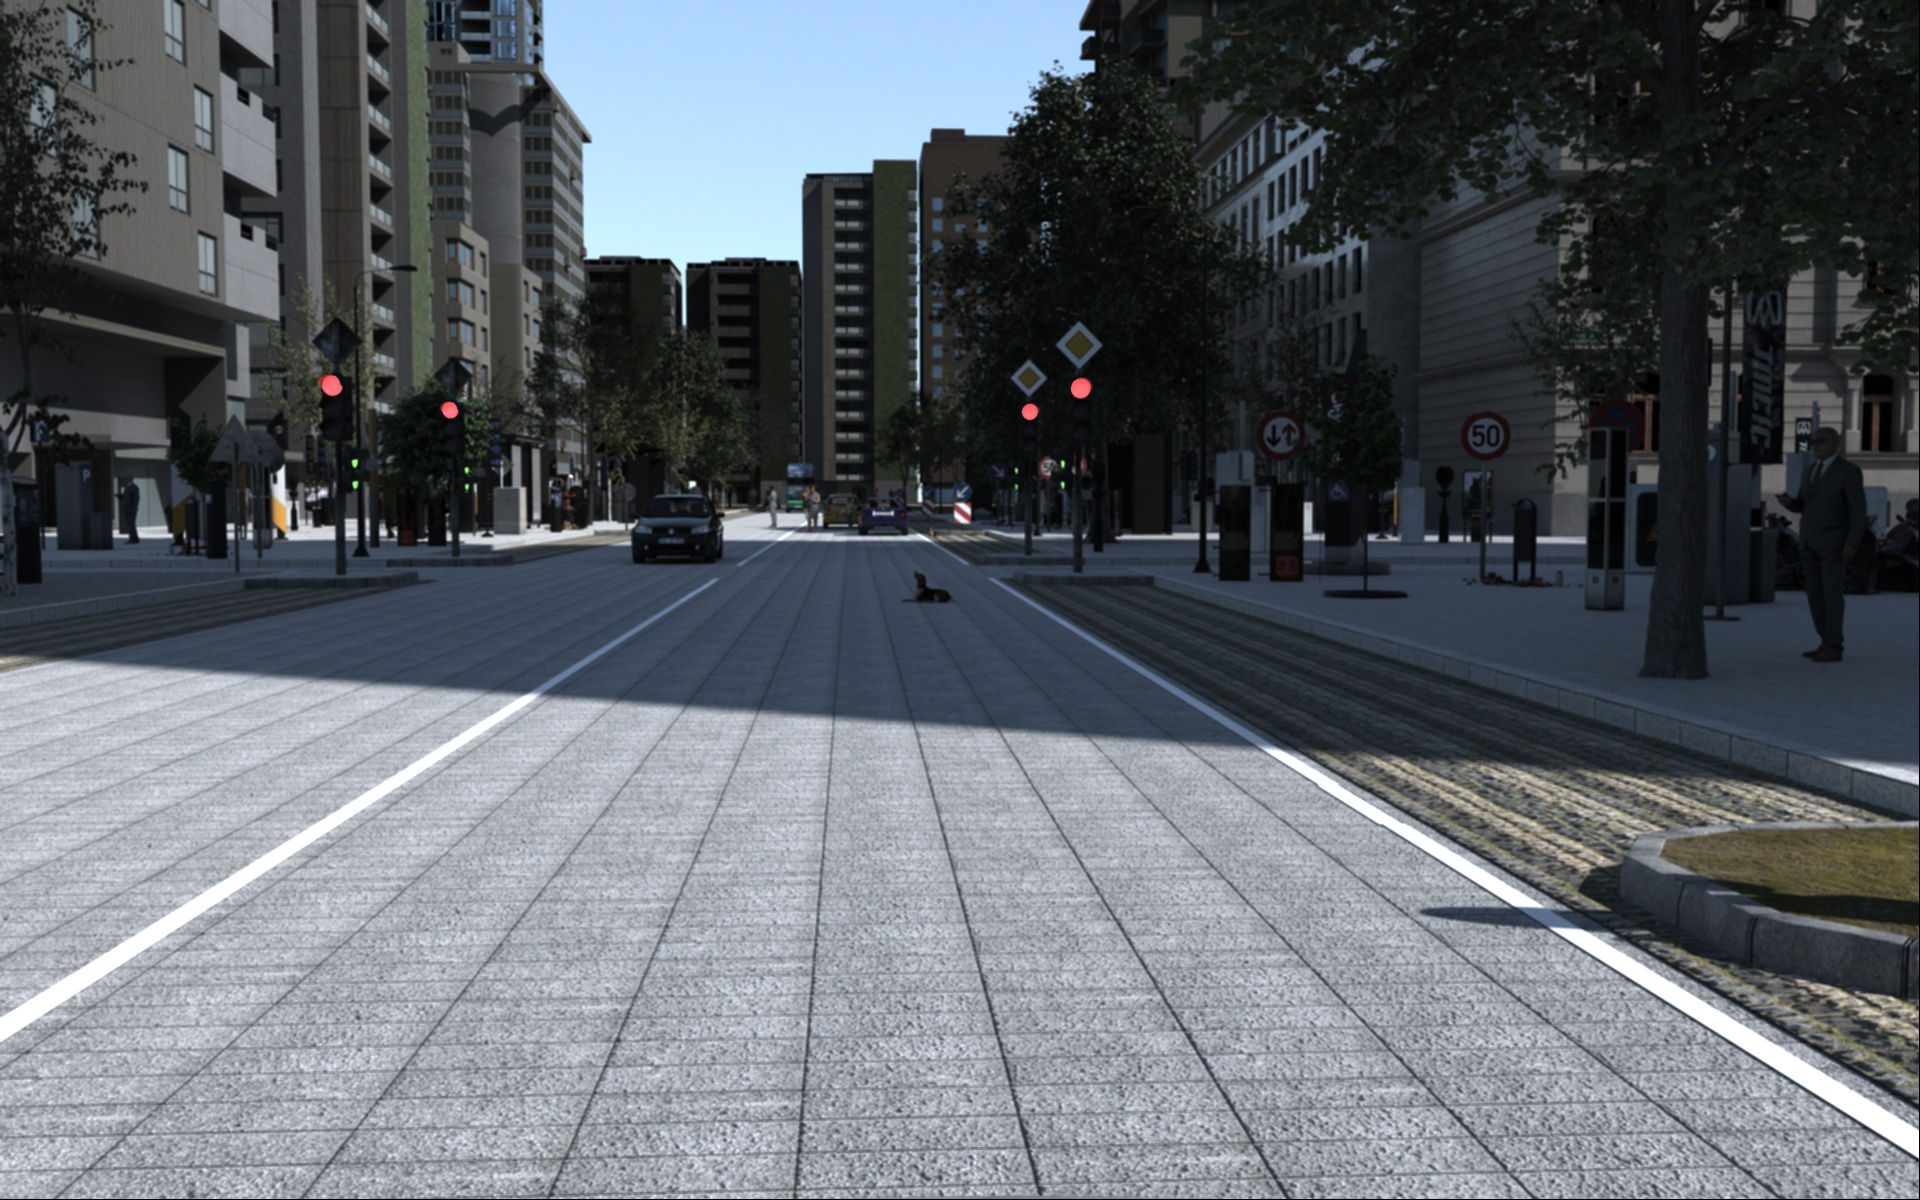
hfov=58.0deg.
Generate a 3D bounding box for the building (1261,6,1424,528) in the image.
[{"bbox_3d":[20.056,-13.415,74.084,10.420,20.320,16.860,0,4,-4],"label":"building"}]

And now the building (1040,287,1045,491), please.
[{"bbox_3d":[16.713,-27.270,217.571,14.107,30.474,14.160,0,4,-4],"label":"building"}]

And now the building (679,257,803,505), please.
[{"bbox_3d":[-26.536,-27.084,214.525,14.107,30.474,14.160,0,4,-4],"label":"building"}]

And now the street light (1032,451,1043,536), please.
[{"bbox_3d":[1.815,-4.886,52.428,1.470,5.913,1.316,0,4,-4],"label":"street light"}]

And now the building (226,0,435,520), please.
[{"bbox_3d":[-36.515,-24.906,90.813,14.154,41.232,14.086,0,4,-4],"label":"building"}]

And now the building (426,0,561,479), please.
[{"bbox_3d":[-64.807,-55.188,214.988,31.000,86.520,22.319,0,4,-4],"label":"building"}]

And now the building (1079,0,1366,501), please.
[{"bbox_3d":[21.746,-30.034,145.679,22.147,44.769,28.867,0,4,-4],"label":"building"}]

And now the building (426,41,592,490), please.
[{"bbox_3d":[-46.188,-28.301,154.594,23.993,40.220,32.217,0,4,-4],"label":"building"}]

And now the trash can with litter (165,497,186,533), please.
[{"bbox_3d":[-25.352,-2.760,56.510,1.055,1.170,0.624,0,4,-6],"label":"trash can with litter"}]

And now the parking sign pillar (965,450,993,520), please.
[{"bbox_3d":[0.923,-5.948,85.724,1.447,3.967,1.447,1,4,23],"label":"parking sign pillar"}]

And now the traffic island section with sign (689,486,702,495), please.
[{"bbox_3d":[-13.255,-4.795,87.024,1.989,1.847,2.006,0,4,-4],"label":"traffic island section with sign"}]

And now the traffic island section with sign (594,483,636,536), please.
[{"bbox_3d":[-11.570,-3.149,60.121,1.989,1.847,2.006,0,4,-4],"label":"traffic island section with sign"}]

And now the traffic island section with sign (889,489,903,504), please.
[{"bbox_3d":[-4.883,-7.925,138.200,1.989,1.847,2.006,0,4,-4],"label":"traffic island section with sign"}]

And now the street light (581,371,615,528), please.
[{"bbox_3d":[-13.706,-5.678,65.382,1.470,5.913,1.316,0,4,-4],"label":"street light"}]

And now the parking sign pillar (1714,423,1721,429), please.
[{"bbox_3d":[20.870,-3.602,47.359,1.447,3.967,1.447,1,4,21],"label":"parking sign pillar"}]

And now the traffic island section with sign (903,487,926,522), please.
[{"bbox_3d":[-1.743,-4.838,87.728,1.989,1.847,2.006,0,4,-4],"label":"traffic island section with sign"}]

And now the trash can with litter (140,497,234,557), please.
[{"bbox_3d":[-15.956,-1.528,36.045,1.678,1.210,2.233,-3,5,-41],"label":"trash can with litter"}]

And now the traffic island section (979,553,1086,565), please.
[{"bbox_3d":[1.453,-0.856,36.273,2.009,0.180,2.903,0,4,-4],"label":"traffic island section"}]

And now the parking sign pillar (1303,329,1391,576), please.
[{"bbox_3d":[6.195,-2.405,27.794,1.447,3.967,1.447,1,4,22],"label":"parking sign pillar"}]

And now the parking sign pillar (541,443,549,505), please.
[{"bbox_3d":[-22.208,-6.249,90.649,1.447,3.967,1.447,-2,4,-34],"label":"parking sign pillar"}]

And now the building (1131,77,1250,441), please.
[{"bbox_3d":[19.078,-21.552,124.072,14.160,30.474,14.107,0,4,-4],"label":"building"}]

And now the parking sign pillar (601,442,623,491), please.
[{"bbox_3d":[-17.833,-6.159,89.168,1.447,3.967,1.447,2,4,27],"label":"parking sign pillar"}]

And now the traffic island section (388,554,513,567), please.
[{"bbox_3d":[-10.366,-0.811,35.545,2.009,0.180,2.903,0,4,-4],"label":"traffic island section"}]

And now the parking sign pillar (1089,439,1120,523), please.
[{"bbox_3d":[6.517,-5.471,77.920,1.447,3.967,1.447,0,4,4],"label":"parking sign pillar"}]

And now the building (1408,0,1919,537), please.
[{"bbox_3d":[28.407,-16.541,57.831,23.554,28.519,14.401,0,4,-4],"label":"building"}]

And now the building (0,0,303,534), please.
[{"bbox_3d":[-41.753,-28.875,61.345,28.713,52.752,27.495,0,4,-4],"label":"building"}]

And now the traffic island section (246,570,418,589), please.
[{"bbox_3d":[-9.870,-0.324,27.575,2.009,0.180,2.903,0,4,-4],"label":"traffic island section"}]

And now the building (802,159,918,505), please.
[{"bbox_3d":[-12.420,-32.460,214.318,14.086,41.232,14.154,0,4,-4],"label":"building"}]

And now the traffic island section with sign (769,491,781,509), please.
[{"bbox_3d":[-18.063,-9.531,164.452,1.989,1.847,2.006,0,4,-4],"label":"traffic island section with sign"}]

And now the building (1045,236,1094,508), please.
[{"bbox_3d":[16.346,-24.209,167.519,14.160,30.474,14.107,0,4,-4],"label":"building"}]

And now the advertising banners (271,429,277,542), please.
[{"bbox_3d":[-18.521,-3.068,46.356,0.090,3.025,2.074,0,4,-7],"label":"advertising banners"}]

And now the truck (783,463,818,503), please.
[{"bbox_3d":[-14.513,-10.259,157.500,2.967,4.110,18.799,0,4,-5],"label":"truck"}]

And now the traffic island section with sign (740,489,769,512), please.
[{"bbox_3d":[-16.366,-7.859,137.129,1.989,1.847,2.006,0,4,-4],"label":"traffic island section with sign"}]

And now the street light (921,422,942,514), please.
[{"bbox_3d":[-1.780,-8.484,111.250,1.470,5.913,1.316,0,4,-4],"label":"street light"}]

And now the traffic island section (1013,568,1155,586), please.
[{"bbox_3d":[1.949,-0.368,28.303,2.009,0.180,2.903,0,4,-4],"label":"traffic island section"}]

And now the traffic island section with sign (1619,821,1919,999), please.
[{"bbox_3d":[3.351,0.178,5.711,1.989,1.847,2.006,0,4,-4],"label":"traffic island section with sign"}]

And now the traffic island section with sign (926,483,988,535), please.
[{"bbox_3d":[-0.073,-3.192,60.825,1.989,1.847,2.006,0,4,-4],"label":"traffic island section with sign"}]

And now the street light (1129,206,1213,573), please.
[{"bbox_3d":[3.428,-3.399,28.111,1.470,5.913,1.316,0,4,-4],"label":"street light"}]

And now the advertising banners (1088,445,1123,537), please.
[{"bbox_3d":[4.467,-3.472,52.958,0.090,3.025,2.074,-1,4,-23],"label":"advertising banners"}]

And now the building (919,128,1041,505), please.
[{"bbox_3d":[2.257,-34.596,215.749,14.200,45.320,14.600,0,4,-4],"label":"building"}]

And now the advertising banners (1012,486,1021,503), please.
[{"bbox_3d":[2.911,-5.313,83.057,0.090,3.025,2.074,-2,4,-27],"label":"advertising banners"}]

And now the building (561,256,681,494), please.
[{"bbox_3d":[-41.624,-26.993,213.042,14.107,30.474,14.160,0,4,-4],"label":"building"}]

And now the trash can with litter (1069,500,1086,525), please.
[{"bbox_3d":[4.822,-3.745,72.623,1.055,1.170,0.624,0,4,-3],"label":"trash can with litter"}]

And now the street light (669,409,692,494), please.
[{"bbox_3d":[-15.366,-7.479,94.817,1.470,5.913,1.316,0,4,-4],"label":"street light"}]

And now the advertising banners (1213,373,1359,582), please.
[{"bbox_3d":[4.763,-1.784,25.348,2.074,3.025,0.090,1,4,14],"label":"advertising banners"}]

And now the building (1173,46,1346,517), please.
[{"bbox_3d":[21.636,-16.164,97.563,16.112,22.955,30.059,0,4,-4],"label":"building"}]

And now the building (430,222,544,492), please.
[{"bbox_3d":[-46.395,-17.055,123.886,27.650,21.520,28.899,0,4,-4],"label":"building"}]

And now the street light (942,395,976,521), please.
[{"bbox_3d":[0.054,-6.676,81.693,1.470,5.913,1.316,0,4,-4],"label":"street light"}]

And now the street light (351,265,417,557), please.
[{"bbox_3d":[-11.693,-3.834,35.219,1.470,5.913,1.316,0,4,-4],"label":"street light"}]

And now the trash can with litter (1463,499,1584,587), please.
[{"bbox_3d":[7.957,-0.833,24.679,1.678,1.210,2.233,-1,4,-10],"label":"trash can with litter"}]

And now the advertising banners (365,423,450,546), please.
[{"bbox_3d":[-13.594,-2.839,42.604,2.074,3.025,0.090,0,4,4],"label":"advertising banners"}]

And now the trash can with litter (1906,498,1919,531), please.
[{"bbox_3d":[24.139,-1.971,43.611,0.624,1.170,1.055,2,4,32],"label":"trash can with litter"}]
